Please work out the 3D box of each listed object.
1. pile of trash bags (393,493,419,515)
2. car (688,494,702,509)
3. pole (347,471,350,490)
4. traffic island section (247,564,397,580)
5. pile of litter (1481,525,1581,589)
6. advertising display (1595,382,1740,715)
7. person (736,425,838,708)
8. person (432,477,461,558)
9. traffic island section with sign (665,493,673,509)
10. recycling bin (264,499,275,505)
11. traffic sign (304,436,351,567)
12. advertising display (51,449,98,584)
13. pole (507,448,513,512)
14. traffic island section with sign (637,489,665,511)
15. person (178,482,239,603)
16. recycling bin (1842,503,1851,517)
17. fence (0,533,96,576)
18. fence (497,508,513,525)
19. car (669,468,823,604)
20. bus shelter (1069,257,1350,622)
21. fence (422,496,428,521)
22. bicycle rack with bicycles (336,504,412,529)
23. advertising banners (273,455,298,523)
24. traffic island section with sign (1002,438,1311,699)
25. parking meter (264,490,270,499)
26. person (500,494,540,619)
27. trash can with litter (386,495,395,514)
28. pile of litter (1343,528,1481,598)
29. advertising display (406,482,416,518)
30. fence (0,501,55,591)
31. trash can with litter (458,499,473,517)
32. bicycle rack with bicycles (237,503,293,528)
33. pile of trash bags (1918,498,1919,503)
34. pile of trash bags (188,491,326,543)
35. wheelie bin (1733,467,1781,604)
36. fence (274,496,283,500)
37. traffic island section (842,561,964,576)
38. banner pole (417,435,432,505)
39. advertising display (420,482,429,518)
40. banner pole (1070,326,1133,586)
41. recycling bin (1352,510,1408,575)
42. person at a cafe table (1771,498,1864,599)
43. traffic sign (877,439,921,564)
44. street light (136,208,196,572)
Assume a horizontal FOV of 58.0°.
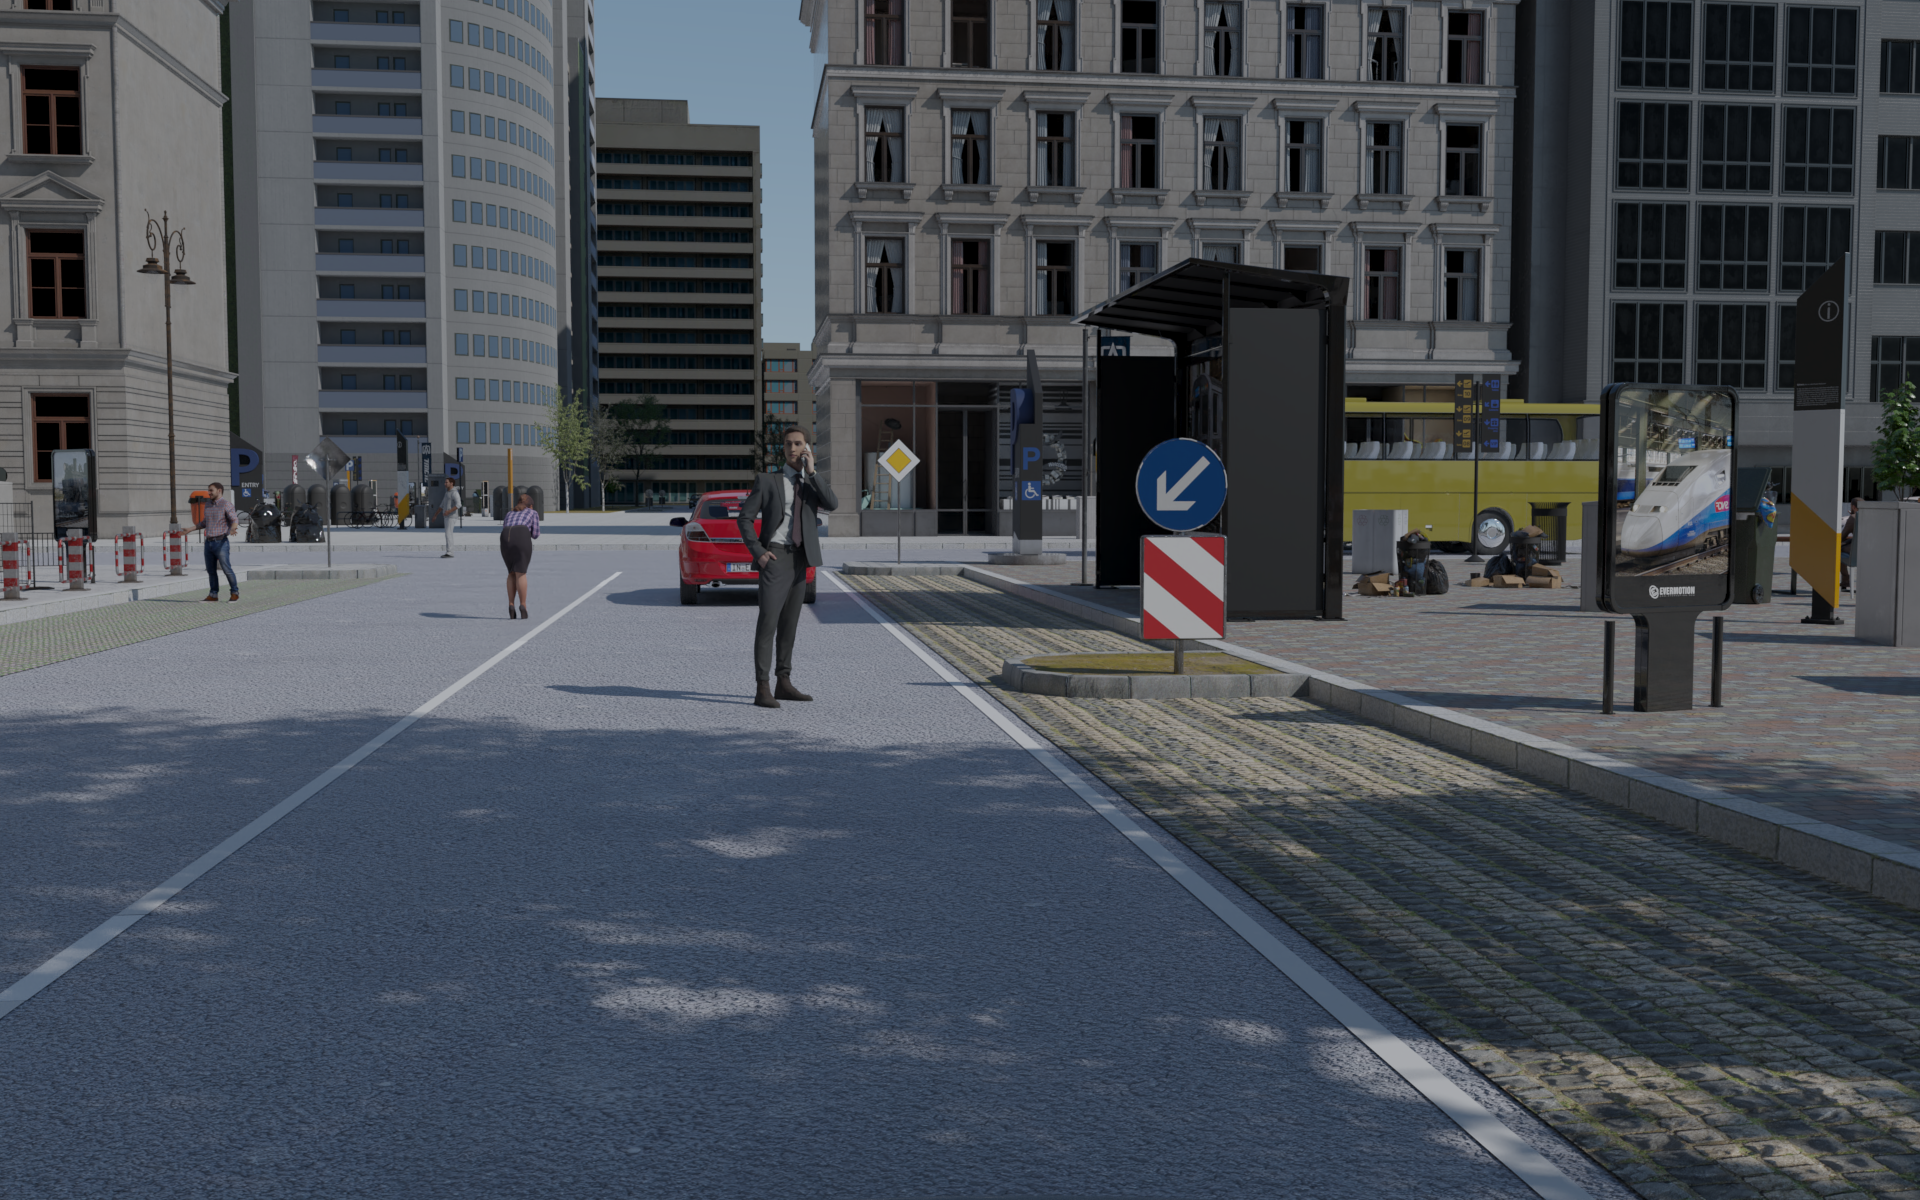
[{"bbox_3d":[-33.688,-5.859,105.551,1.912,1.369,3.447,0,4,3],"label":"pile of trash bags"},{"bbox_3d":[-25.847,-9.852,170.874,2.009,1.686,4.222,0,4,-7],"label":"car"},{"bbox_3d":[-40.227,-7.346,113.953,0.158,3.312,0.155,0,3,0],"label":"pole"},{"bbox_3d":[-11.048,-0.490,30.286,2.009,0.180,2.903,0,4,-7],"label":"traffic island section"},{"bbox_3d":[7.797,-0.609,23.914,1.719,0.858,1.176,3,5,43],"label":"pile of litter"},{"bbox_3d":[4.172,-0.306,10.220,0.974,1.923,0.123,-2,4,-23],"label":"advertising display"},{"bbox_3d":[-1.164,-0.246,11.888,0.648,1.900,0.474,-3,5,-41],"label":"person"},{"bbox_3d":[-11.502,-1.844,38.790,0.789,1.805,0.875,-3,5,-41],"label":"person"},{"bbox_3d":[-29.205,-9.888,170.292,1.989,1.847,2.006,0,4,-7],"label":"traffic island section with sign"},{"bbox_3d":[-37.282,-4.948,93.449,0.722,1.027,0.722,-1,4,-16],"label":"recycling bin"},{"bbox_3d":[-11.026,-1.626,30.228,0.795,2.450,0.064,0,4,-7],"label":"traffic sign"},{"bbox_3d":[-12.788,-1.212,25.023,0.974,1.923,0.123,2,4,34],"label":"advertising display"},{"bbox_3d":[-20.091,-5.111,77.402,0.158,3.312,0.155,0,3,0],"label":"pole"},{"bbox_3d":[-25.629,-8.233,143.240,1.989,1.847,2.006,0,4,-7],"label":"traffic island section with sign"},{"bbox_3d":[-9.724,-0.745,22.644,0.963,1.587,0.435,1,4,16],"label":"person"},{"bbox_3d":[25.476,-2.260,49.507,0.722,1.027,0.722,3,5,44],"label":"recycling bin"},{"bbox_3d":[-14.520,-0.696,26.752,2.069,0.683,0.278,-2,4,-29],"label":"fence"},{"bbox_3d":[-18.986,-3.560,73.582,0.278,0.683,2.069,1,4,17],"label":"fence"},{"bbox_3d":[-2.960,-0.918,24.045,2.155,1.783,4.494,0,4,-8],"label":"car"},{"bbox_3d":[2.727,-1.782,20.418,1.731,3.624,6.357,0,4,-8],"label":"bus shelter"},{"bbox_3d":[-25.748,-4.412,83.338,0.480,1.192,2.264,-1,4,-11],"label":"fence"},{"bbox_3d":[-22.135,-3.190,65.539,2.925,0.926,2.852,-3,5,-42],"label":"bicycle rack with bicycles"},{"bbox_3d":[-29.824,-4.925,76.707,0.090,3.025,2.074,1,4,10],"label":"advertising banners"},{"bbox_3d":[1.364,-0.267,12.992,1.989,1.847,2.006,0,4,-7],"label":"traffic island section with sign"},{"bbox_3d":[-38.034,-5.293,94.944,0.372,1.533,0.369,0,3,0],"label":"parking meter"},{"bbox_3d":[-5.061,-0.500,19.913,0.421,1.427,0.697,0,4,2],"label":"person"},{"bbox_3d":[-36.765,-6.151,111.634,2.233,1.210,1.678,1,4,16],"label":"trash can with litter"},{"bbox_3d":[5.534,-0.495,22.066,1.719,0.858,1.176,-2,4,-28],"label":"pile of litter"},{"bbox_3d":[-29.440,-5.340,92.517,0.974,1.923,0.123,2,4,28],"label":"advertising display"},{"bbox_3d":[-13.345,-0.755,23.551,2.264,1.192,0.480,1,4,23],"label":"fence"},{"bbox_3d":[-28.169,-5.300,98.043,1.055,1.170,0.624,-3,5,-40],"label":"trash can with litter"},{"bbox_3d":[-26.604,-3.320,67.656,2.925,0.926,2.852,-1,4,-18],"label":"bicycle rack with bicycles"},{"bbox_3d":[48.764,-4.722,86.965,1.912,1.369,3.447,2,4,33],"label":"pile of trash bags"},{"bbox_3d":[-18.527,-2.200,45.727,3.447,1.369,1.912,-1,4,-13],"label":"pile of trash bags"},{"bbox_3d":[9.206,-0.767,20.453,0.693,1.594,0.980,-3,5,-40],"label":"wheelie bin"},{"bbox_3d":[-34.096,-4.671,87.580,2.264,1.192,0.480,3,4,37],"label":"fence"},{"bbox_3d":[-1.092,-0.569,31.591,2.009,0.180,2.903,0,4,-7],"label":"traffic island section"},{"bbox_3d":[-22.903,-5.134,73.961,0.863,3.779,0.401,1,4,16],"label":"banner pole"},{"bbox_3d":[-29.077,-5.459,94.464,0.123,1.923,0.974,2,4,26],"label":"advertising display"},{"bbox_3d":[1.976,-2.091,24.211,0.863,3.779,0.401,1,4,9],"label":"banner pole"},{"bbox_3d":[6.757,-0.936,27.865,0.722,1.027,0.722,2,4,30],"label":"recycling bin"},{"bbox_3d":[11.114,-0.681,21.994,1.698,1.238,1.726,0,4,-1],"label":"person at a cafe table"},{"bbox_3d":[-1.114,-1.704,31.510,0.795,2.450,0.064,0,4,-7],"label":"traffic sign"},{"bbox_3d":[-12.943,-3.401,28.386,0.468,5.910,1.993,0,4,-7],"label":"street light"}]
